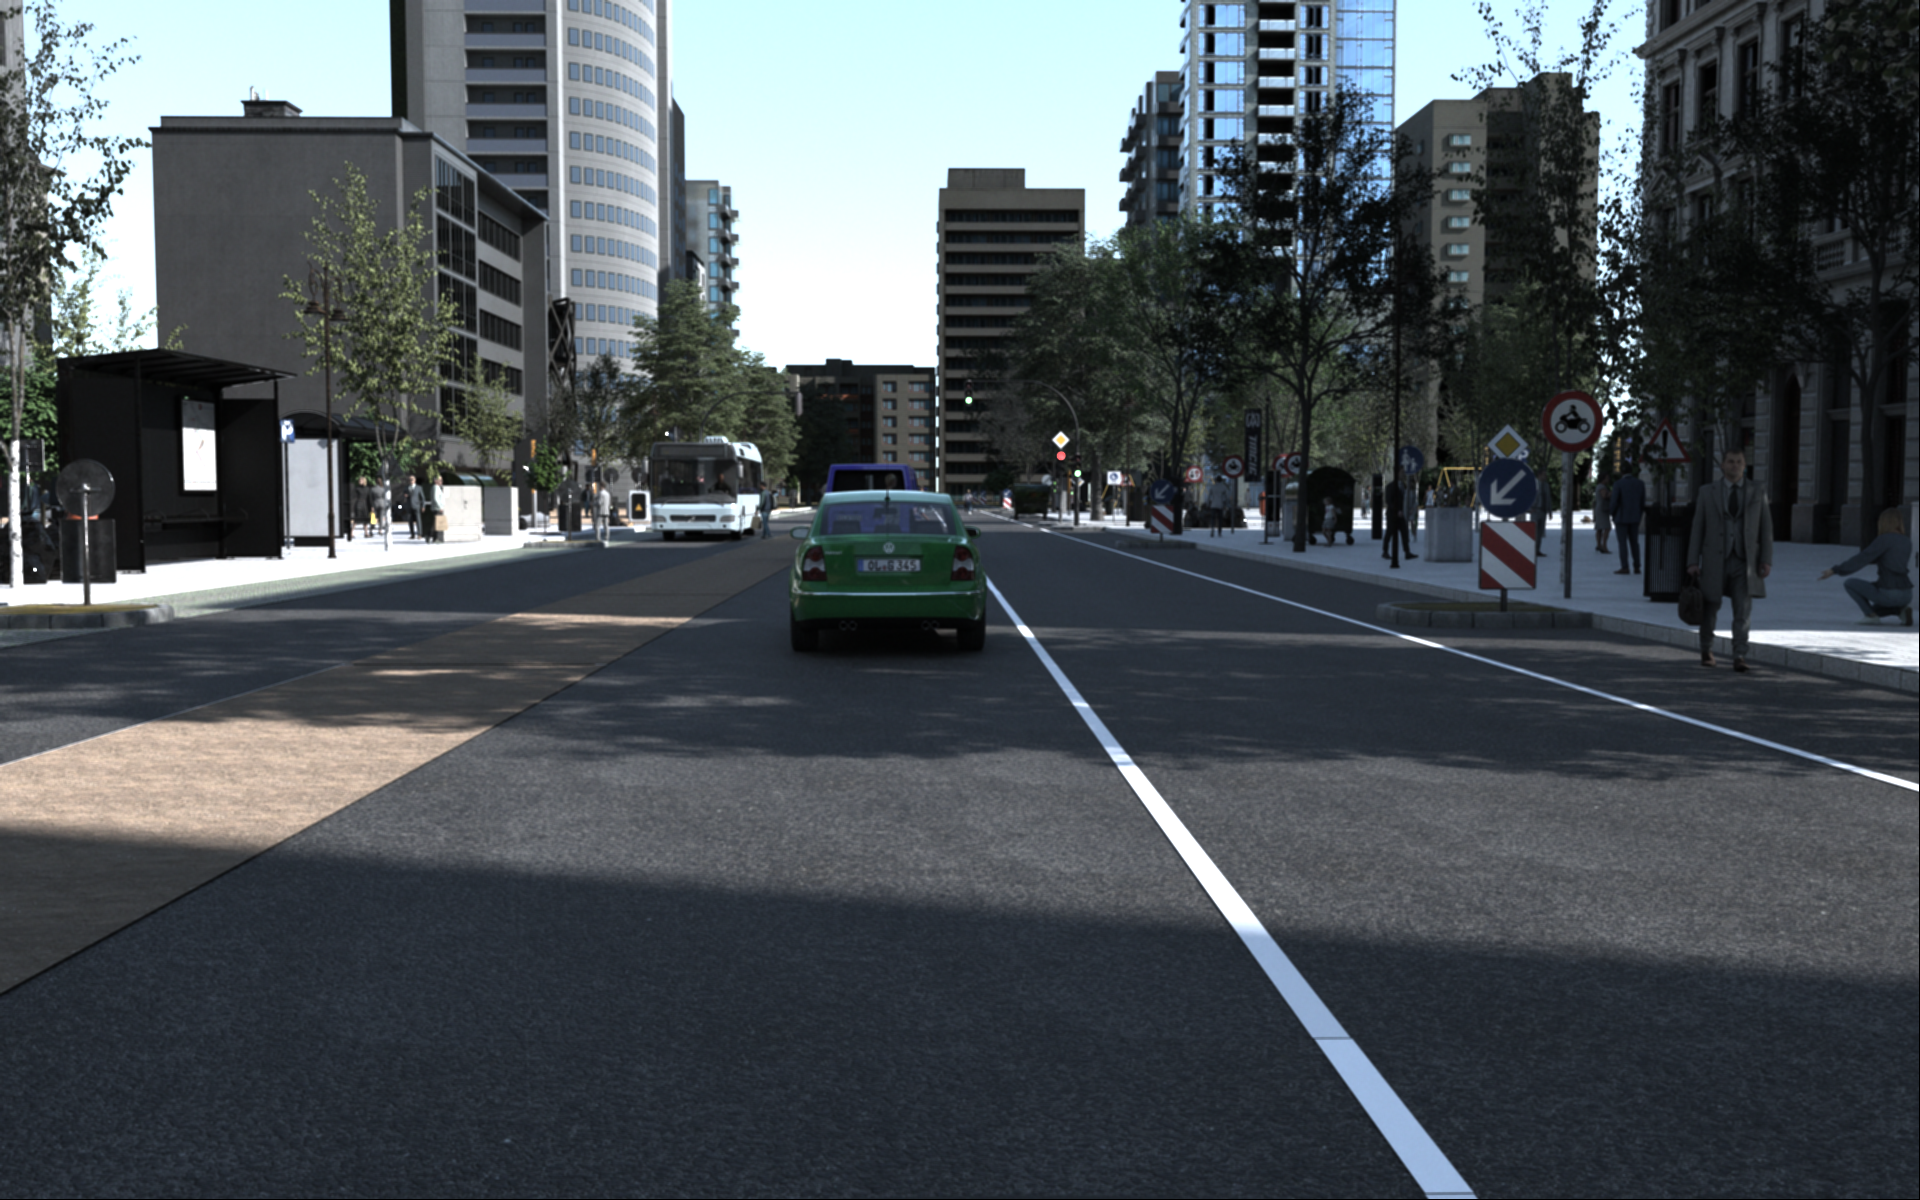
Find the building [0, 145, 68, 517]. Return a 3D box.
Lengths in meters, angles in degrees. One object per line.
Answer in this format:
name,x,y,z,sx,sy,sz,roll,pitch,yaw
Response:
building,-68.945,-16.145,97.247,30.059,22.955,16.112,0,4,-1

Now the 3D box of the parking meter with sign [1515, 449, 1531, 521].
parking meter with sign,21.904,-4.360,67.540,0.543,3.016,1.738,1,4,16

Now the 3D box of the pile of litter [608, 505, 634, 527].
pile of litter,-13.499,-3.342,68.599,1.176,0.858,1.719,-1,4,-11

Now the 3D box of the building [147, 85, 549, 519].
building,-34.974,-17.472,104.728,14.314,24.678,30.058,0,4,-1

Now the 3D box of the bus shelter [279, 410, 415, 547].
bus shelter,-15.833,-3.095,44.532,2.014,3.302,5.546,0,4,-1

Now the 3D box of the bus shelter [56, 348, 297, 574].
bus shelter,-13.769,-2.425,30.929,1.731,3.624,6.357,0,4,-1

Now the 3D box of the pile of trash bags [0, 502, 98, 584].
pile of trash bags,-13.953,-0.994,26.008,1.912,1.369,3.447,0,4,1

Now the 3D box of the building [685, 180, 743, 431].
building,-47.796,-39.148,259.683,30.456,49.044,23.786,0,4,-1

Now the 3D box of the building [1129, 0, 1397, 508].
building,29.592,-52.283,167.499,22.319,86.520,31.000,0,4,-1

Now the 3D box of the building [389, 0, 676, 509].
building,-39.686,-38.082,164.648,21.231,58.520,28.212,0,4,-1

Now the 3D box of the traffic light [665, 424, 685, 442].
traffic light,-11.308,-4.897,68.979,0.839,4.253,0.868,0,4,-1

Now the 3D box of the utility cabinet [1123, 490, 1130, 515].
utility cabinet,10.215,-5.706,101.979,1.173,1.500,0.318,2,4,27

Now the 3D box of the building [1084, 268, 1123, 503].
building,29.903,-35.145,266.502,23.993,40.220,32.217,0,4,-1

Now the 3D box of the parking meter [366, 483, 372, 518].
parking meter,-25.873,-4.290,75.854,0.399,1.863,0.255,1,4,8

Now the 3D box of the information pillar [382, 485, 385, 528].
information pillar,-21.705,-3.715,65.226,0.304,2.012,0.304,-2,4,-29

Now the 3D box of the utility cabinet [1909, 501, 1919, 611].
utility cabinet,10.821,-0.500,19.341,0.306,1.237,1.020,1,4,23

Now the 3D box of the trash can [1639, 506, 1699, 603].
trash can,8.479,-0.549,20.629,0.748,1.137,0.748,0,3,0

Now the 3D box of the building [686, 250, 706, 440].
building,-37.615,-26.570,206.119,14.107,30.474,14.160,0,4,-1

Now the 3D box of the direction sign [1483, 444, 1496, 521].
direction sign,24.168,-5.326,79.080,0.876,3.537,0.379,-2,4,-34

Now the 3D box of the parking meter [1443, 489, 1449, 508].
parking meter,22.776,-4.441,81.020,0.372,1.533,0.369,0,3,0

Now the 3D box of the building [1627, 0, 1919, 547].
building,26.608,-13.254,45.588,11.050,23.489,19.941,0,4,-1

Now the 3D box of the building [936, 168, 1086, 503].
building,7.245,-38.896,259.650,21.600,48.544,21.300,0,4,-1

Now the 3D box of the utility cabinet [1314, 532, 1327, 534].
utility cabinet,11.160,-2.691,55.152,1.020,1.237,0.306,-1,4,-14

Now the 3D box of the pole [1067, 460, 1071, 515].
pole,6.559,-6.743,104.087,0.158,3.312,0.155,0,3,0

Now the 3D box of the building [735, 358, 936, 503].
building,-18.179,-25.601,263.612,28.899,21.520,27.650,0,4,-1

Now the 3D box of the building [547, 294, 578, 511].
building,-37.382,-15.984,128.786,16.820,18.784,16.811,0,4,-1

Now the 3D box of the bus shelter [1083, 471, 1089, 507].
bus shelter,9.139,-8.911,139.612,2.014,3.302,5.546,0,4,-1

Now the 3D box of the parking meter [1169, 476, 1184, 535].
parking meter,6.829,-2.991,54.618,0.399,1.863,0.255,2,4,29

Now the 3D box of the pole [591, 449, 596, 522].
pole,-16.705,-5.208,78.996,0.158,3.312,0.155,0,3,0

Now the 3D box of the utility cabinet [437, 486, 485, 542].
utility cabinet,-13.197,-2.264,45.701,0.318,1.500,1.173,3,5,40

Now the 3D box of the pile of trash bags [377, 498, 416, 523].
pile of trash bags,-25.917,-4.269,79.549,1.912,1.369,3.447,-3,5,-41

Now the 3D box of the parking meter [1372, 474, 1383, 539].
parking meter,11.825,-2.652,49.066,0.255,1.863,0.399,0,4,5

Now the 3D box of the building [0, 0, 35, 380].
building,-34.146,-16.798,46.342,14.107,30.474,14.160,0,4,-1

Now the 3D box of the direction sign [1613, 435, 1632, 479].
direction sign,25.364,-4.548,66.362,0.876,3.537,0.379,-1,4,-20

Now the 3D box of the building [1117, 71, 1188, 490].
building,30.175,-35.460,199.377,23.786,49.044,30.456,0,4,-1

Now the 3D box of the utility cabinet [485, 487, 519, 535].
utility cabinet,-14.144,-2.737,53.423,1.173,1.500,0.318,2,4,31

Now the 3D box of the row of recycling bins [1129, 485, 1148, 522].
row of recycling bins,8.590,-4.544,81.404,1.069,1.692,3.534,0,4,-1

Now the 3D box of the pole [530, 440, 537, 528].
pole,-16.064,-4.368,65.257,0.158,3.312,0.155,0,3,0

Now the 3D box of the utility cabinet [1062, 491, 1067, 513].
utility cabinet,7.107,-6.671,117.750,0.318,1.500,1.173,0,4,3

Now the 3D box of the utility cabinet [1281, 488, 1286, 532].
utility cabinet,10.993,-2.949,56.902,0.318,1.500,1.173,-1,4,-22

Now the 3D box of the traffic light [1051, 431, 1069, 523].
traffic light,4.473,-5.407,77.327,0.839,4.253,0.868,0,4,-1

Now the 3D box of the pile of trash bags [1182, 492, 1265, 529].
pile of trash bags,10.211,-3.390,65.173,3.447,1.369,1.912,-1,4,-15

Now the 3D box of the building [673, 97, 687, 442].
building,-37.330,-32.805,186.471,14.600,45.320,14.200,0,4,-1

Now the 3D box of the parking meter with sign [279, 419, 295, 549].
parking meter with sign,-16.513,-2.714,40.632,1.738,3.016,0.543,1,4,14

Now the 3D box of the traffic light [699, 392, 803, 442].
traffic light,-9.394,-6.261,77.043,4.771,5.953,1.251,0,4,-1

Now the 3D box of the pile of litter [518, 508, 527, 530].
pile of litter,-16.067,-2.911,61.563,1.176,0.858,1.719,2,4,28

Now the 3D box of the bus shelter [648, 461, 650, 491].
bus shelter,-16.642,-6.639,99.837,1.731,3.624,6.357,0,4,-1

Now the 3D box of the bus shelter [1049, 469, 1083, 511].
bus shelter,7.920,-8.433,131.806,2.014,3.302,5.546,0,4,-1

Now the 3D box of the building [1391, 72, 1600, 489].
building,62.783,-35.483,203.848,21.600,48.544,21.300,0,4,-1

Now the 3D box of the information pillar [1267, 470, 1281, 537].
information pillar,9.436,-2.911,52.094,0.304,2.012,0.304,-3,5,-44

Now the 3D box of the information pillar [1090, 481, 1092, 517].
information pillar,7.328,-5.552,95.268,0.304,2.012,0.304,0,4,3

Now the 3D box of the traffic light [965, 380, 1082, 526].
traffic light,2.559,-5.779,69.157,4.771,5.953,1.251,0,4,-1
